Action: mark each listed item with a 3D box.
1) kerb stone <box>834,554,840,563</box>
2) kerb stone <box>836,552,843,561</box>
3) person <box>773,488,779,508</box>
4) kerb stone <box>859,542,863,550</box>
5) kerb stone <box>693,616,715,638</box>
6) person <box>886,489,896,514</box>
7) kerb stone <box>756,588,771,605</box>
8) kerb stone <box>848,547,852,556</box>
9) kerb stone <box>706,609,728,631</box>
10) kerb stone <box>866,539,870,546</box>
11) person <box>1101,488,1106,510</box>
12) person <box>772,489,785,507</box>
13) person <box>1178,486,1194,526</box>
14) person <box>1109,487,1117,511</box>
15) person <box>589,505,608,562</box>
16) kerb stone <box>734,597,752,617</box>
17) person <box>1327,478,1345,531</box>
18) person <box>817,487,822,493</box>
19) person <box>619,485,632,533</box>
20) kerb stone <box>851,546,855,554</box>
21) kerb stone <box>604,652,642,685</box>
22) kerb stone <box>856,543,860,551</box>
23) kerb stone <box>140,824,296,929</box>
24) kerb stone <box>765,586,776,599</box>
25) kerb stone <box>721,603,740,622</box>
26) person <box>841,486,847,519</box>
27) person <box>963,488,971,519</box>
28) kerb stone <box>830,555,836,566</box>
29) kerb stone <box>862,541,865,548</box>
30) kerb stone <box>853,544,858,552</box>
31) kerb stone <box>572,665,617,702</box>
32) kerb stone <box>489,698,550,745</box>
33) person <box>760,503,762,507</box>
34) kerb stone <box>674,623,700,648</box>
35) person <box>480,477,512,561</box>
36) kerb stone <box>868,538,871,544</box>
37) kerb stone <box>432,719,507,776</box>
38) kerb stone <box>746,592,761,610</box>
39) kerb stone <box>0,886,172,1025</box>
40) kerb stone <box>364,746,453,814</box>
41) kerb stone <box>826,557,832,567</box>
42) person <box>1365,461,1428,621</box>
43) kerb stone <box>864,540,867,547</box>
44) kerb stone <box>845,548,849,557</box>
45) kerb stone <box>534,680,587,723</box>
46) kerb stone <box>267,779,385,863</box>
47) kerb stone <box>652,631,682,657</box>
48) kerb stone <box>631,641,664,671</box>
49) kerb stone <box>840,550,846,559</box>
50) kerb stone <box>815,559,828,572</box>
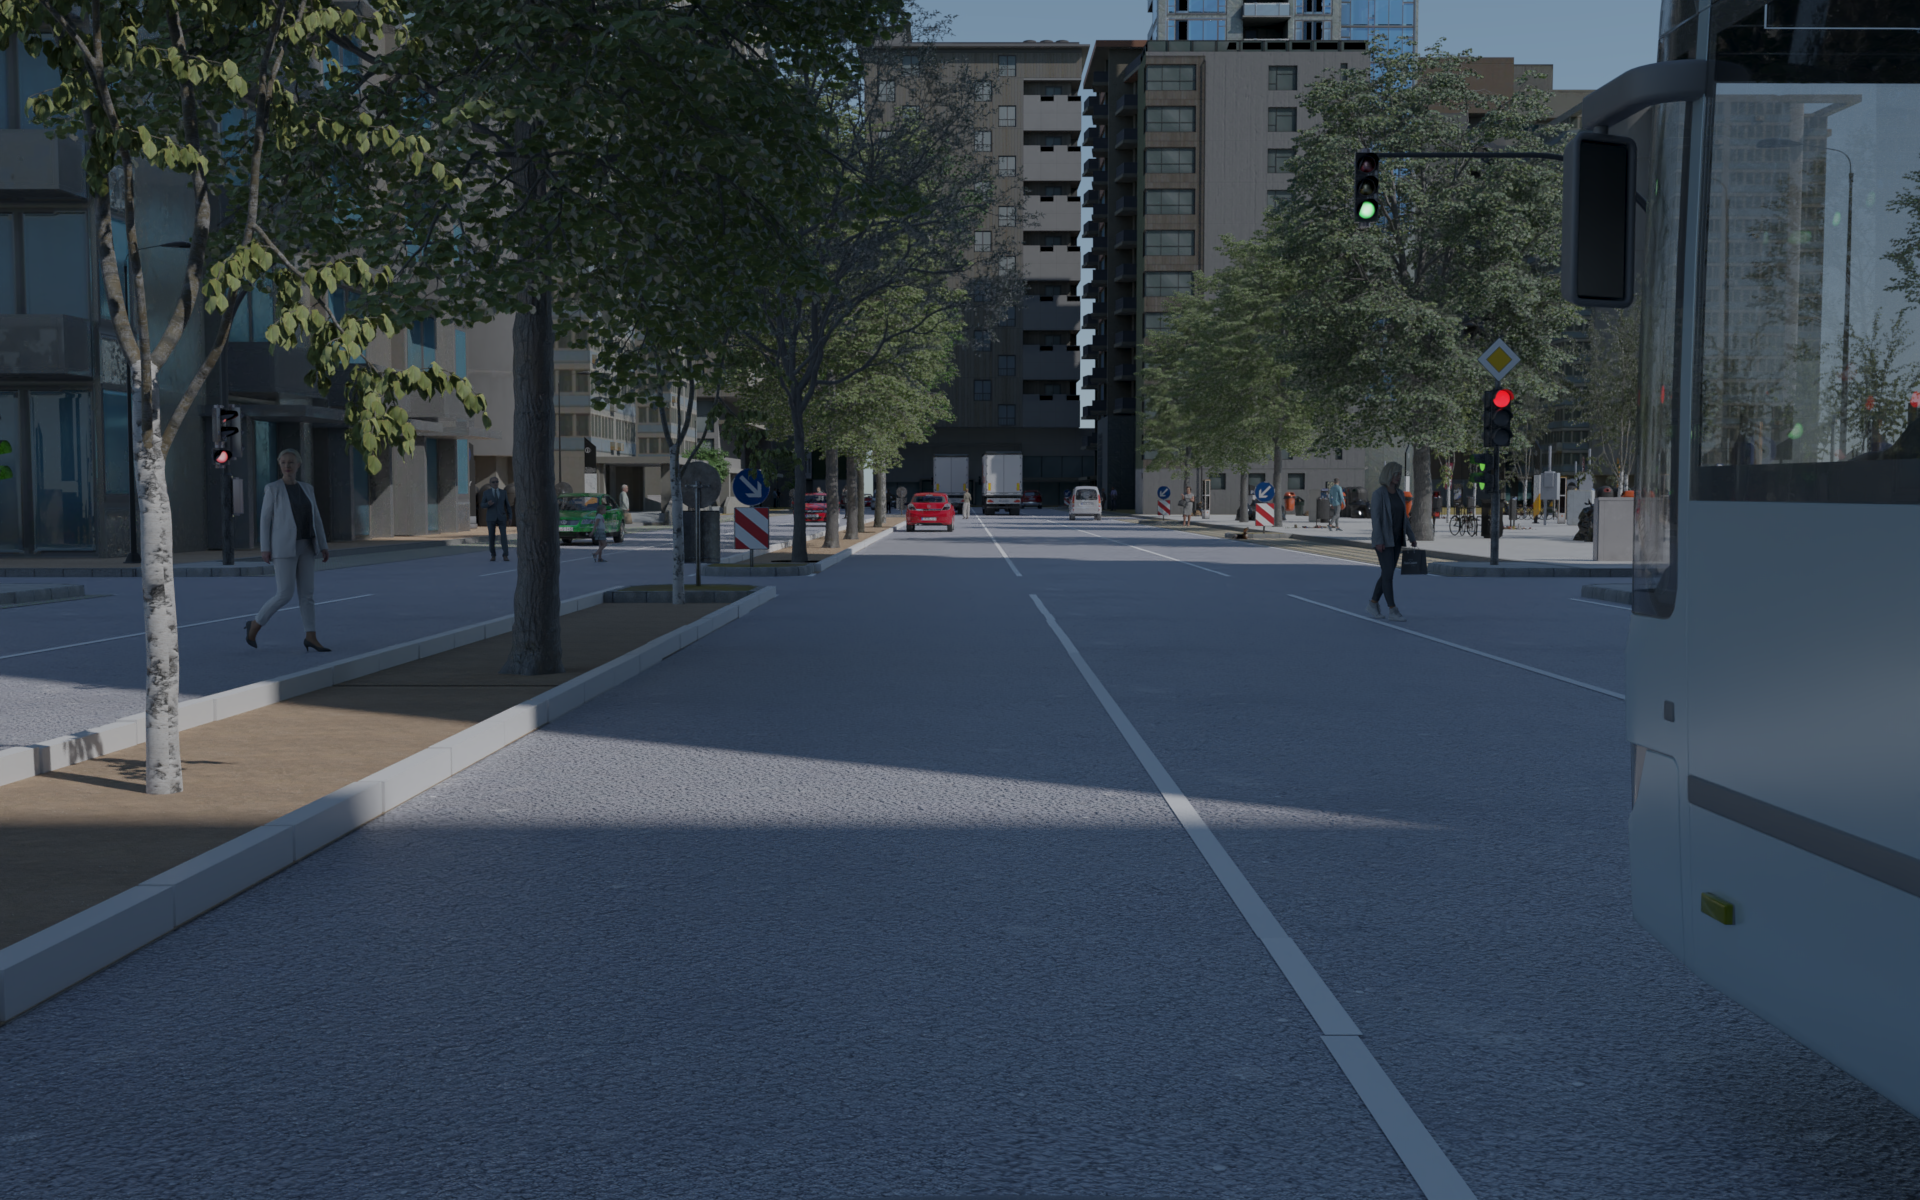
[{"bbox_3d":[-2.613,-0.805,35.450,0.120,0.150,1.000,0,3,0],"label":"kerb stone"},{"bbox_3d":[-2.605,-0.874,36.481,0.120,0.150,1.000,0,3,0],"label":"kerb stone"},{"bbox_3d":[-17.257,-9.527,161.802,0.705,1.826,1.348,-2,4,-27],"label":"person"},{"bbox_3d":[-2.609,-1.313,43.657,0.120,0.150,1.000,0,3,0],"label":"kerb stone"},{"bbox_3d":[-2.626,0.299,17.456,0.120,0.150,1.000,0,3,0],"label":"kerb stone"},{"bbox_3d":[-5.293,-7.270,127.509,1.348,1.807,0.705,-2,4,-31],"label":"person"},{"bbox_3d":[-2.620,-0.024,22.586,0.120,0.150,1.000,0,3,0],"label":"kerb stone"},{"bbox_3d":[-2.608,-1.062,39.559,0.120,0.150,1.000,0,3,0],"label":"kerb stone"},{"bbox_3d":[-2.626,0.229,18.481,0.120,0.150,1.000,0,3,0],"label":"kerb stone"},{"bbox_3d":[-2.596,-1.495,46.733,0.120,0.150,1.000,0,3,0],"label":"kerb stone"},{"bbox_3d":[11.761,-8.258,141.615,0.434,1.755,0.990,0,4,2],"label":"person"},{"bbox_3d":[-17.746,-9.965,168.986,1.348,1.822,0.705,1,4,12],"label":"person"},{"bbox_3d":[9.932,-4.120,76.224,0.716,1.782,0.532,1,4,13],"label":"person"},{"bbox_3d":[11.514,-7.646,130.929,0.599,1.838,0.709,-3,5,-40],"label":"person"},{"bbox_3d":[-7.640,-1.409,36.551,0.382,1.210,0.505,-1,4,-13],"label":"person"},{"bbox_3d":[-2.616,0.102,20.529,0.120,0.150,1.000,0,3,0],"label":"kerb stone"},{"bbox_3d":[12.929,-3.295,59.775,0.748,1.841,0.638,-1,4,-19],"label":"person"},{"bbox_3d":[-7.521,-5.118,92.279,0.635,1.810,0.391,3,5,40],"label":"person"},{"bbox_3d":[-12.199,-3.290,62.784,0.515,1.767,0.782,-2,4,-24],"label":"person"},{"bbox_3d":[-2.611,-1.123,40.581,0.120,0.150,1.000,0,3,0],"label":"kerb stone"},{"bbox_3d":[-2.626,0.543,13.367,0.120,0.150,1.000,0,3,0],"label":"kerb stone"},{"bbox_3d":[-2.610,-1.248,42.626,0.120,0.150,1.000,0,3,0],"label":"kerb stone"},{"bbox_3d":[-2.640,0.979,6.195,0.120,0.150,1.000,0,3,0],"label":"kerb stone"},{"bbox_3d":[-2.623,-0.086,23.608,0.120,0.150,1.000,0,3,0],"label":"kerb stone"},{"bbox_3d":[-2.627,0.167,19.505,0.120,0.150,1.000,0,3,0],"label":"kerb stone"},{"bbox_3d":[-6.601,-5.625,99.823,0.474,1.900,0.648,0,3,0],"label":"person"},{"bbox_3d":[0.358,-5.484,98.719,0.519,1.759,0.362,-2,4,-32],"label":"person"},{"bbox_3d":[-2.617,-0.748,34.427,0.120,0.150,1.000,0,3,0],"label":"kerb stone"},{"bbox_3d":[-2.607,-1.375,44.687,0.120,0.150,1.000,0,3,0],"label":"kerb stone"},{"bbox_3d":[-2.607,-1.185,41.603,0.120,0.150,1.000,0,3,0],"label":"kerb stone"},{"bbox_3d":[-2.626,0.603,12.345,0.120,0.150,1.000,0,3,0],"label":"kerb stone"},{"bbox_3d":[-2.636,0.729,10.297,0.120,0.150,1.000,0,3,0],"label":"kerb stone"},{"bbox_3d":[-18.527,-9.480,161.860,0.721,1.723,1.217,1,4,15],"label":"person"},{"bbox_3d":[-2.630,0.352,16.434,0.120,0.150,1.000,0,3,0],"label":"kerb stone"},{"bbox_3d":[-9.885,-1.731,36.973,0.661,1.801,0.590,-1,4,-23],"label":"person"},{"bbox_3d":[-2.600,-1.563,47.756,0.120,0.150,1.000,0,3,0],"label":"kerb stone"},{"bbox_3d":[-2.633,0.790,9.275,0.120,0.150,1.000,0,3,0],"label":"kerb stone"},{"bbox_3d":[-2.622,0.042,21.558,0.120,0.150,1.000,0,3,0],"label":"kerb stone"},{"bbox_3d":[-2.636,1.041,5.170,0.120,0.150,1.000,0,3,0],"label":"kerb stone"},{"bbox_3d":[-2.632,0.855,8.247,0.120,0.150,1.000,0,3,0],"label":"kerb stone"},{"bbox_3d":[-2.617,-0.685,33.398,0.120,0.150,1.000,0,3,0],"label":"kerb stone"},{"bbox_3d":[4.948,-0.679,19.790,0.709,1.800,0.728,-2,4,-30],"label":"person"},{"bbox_3d":[-2.609,-1.438,45.710,0.120,0.150,1.000,0,3,0],"label":"kerb stone"},{"bbox_3d":[-2.609,-0.999,38.534,0.120,0.150,1.000,0,3,0],"label":"kerb stone"},{"bbox_3d":[-2.626,0.665,11.321,0.120,0.150,1.000,0,3,0],"label":"kerb stone"},{"bbox_3d":[-2.638,0.916,7.220,0.120,0.150,1.000,0,3,0],"label":"kerb stone"},{"bbox_3d":[-2.636,0.415,15.412,0.120,0.150,1.000,0,3,0],"label":"kerb stone"},{"bbox_3d":[-2.624,0.477,14.389,0.120,0.150,1.000,0,3,0],"label":"kerb stone"},{"bbox_3d":[-2.613,-0.936,37.503,0.120,0.150,1.000,0,3,0],"label":"kerb stone"},{"bbox_3d":[-2.613,-0.623,32.375,0.120,0.150,1.000,0,3,0],"label":"kerb stone"}]
